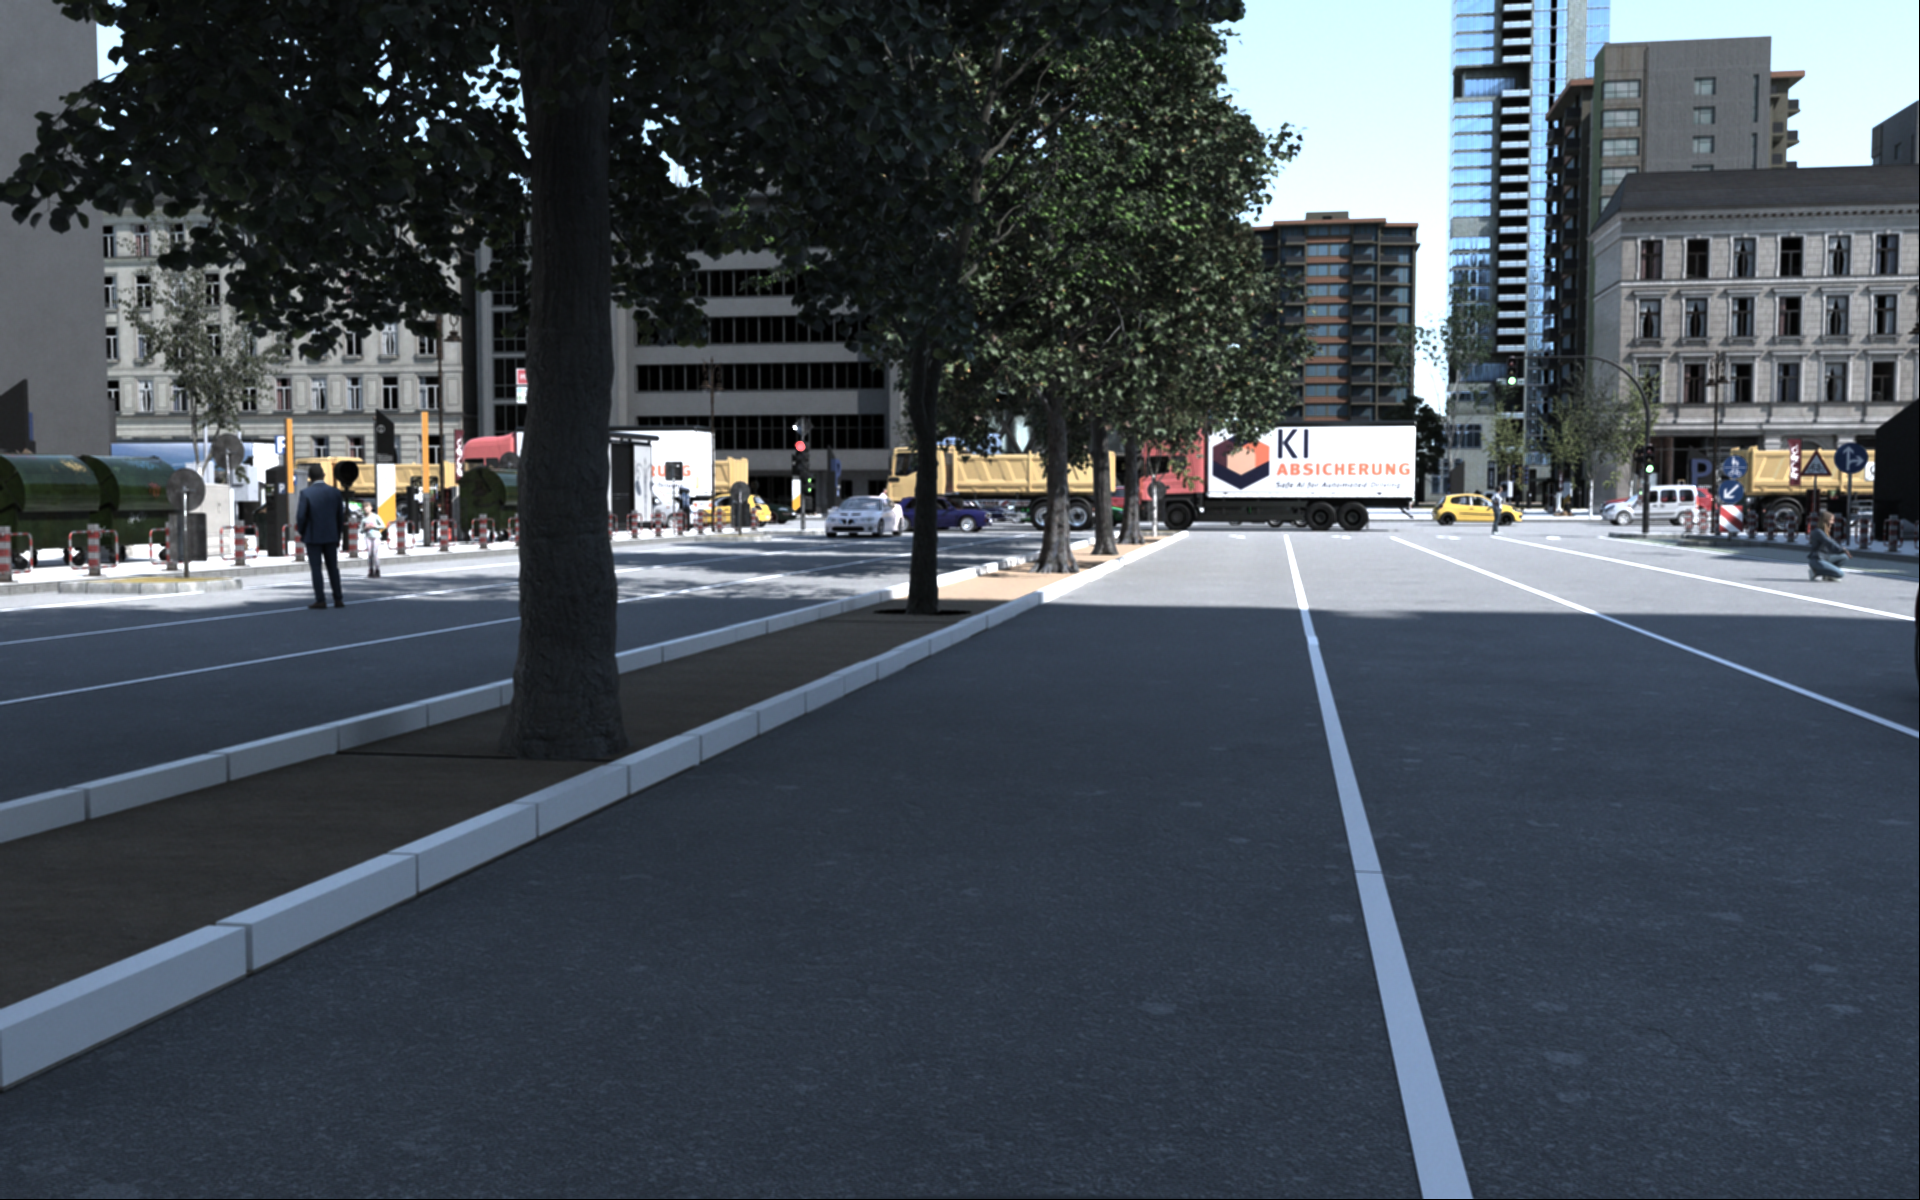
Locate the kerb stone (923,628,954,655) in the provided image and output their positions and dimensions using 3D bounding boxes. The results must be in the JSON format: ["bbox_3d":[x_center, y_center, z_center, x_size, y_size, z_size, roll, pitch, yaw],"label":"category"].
[{"bbox_3d":[-0.229,0.390,15.822,0.120,0.150,1.000,1,4,10],"label":"kerb stone"}]

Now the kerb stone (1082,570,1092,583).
[{"bbox_3d":[1.979,-0.348,27.982,0.120,0.150,1.000,1,4,10],"label":"kerb stone"}]

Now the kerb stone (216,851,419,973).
[{"bbox_3d":[-2.082,1.010,5.675,0.120,0.150,1.000,1,4,10],"label":"kerb stone"}]

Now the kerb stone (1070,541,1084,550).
[{"bbox_3d":[3.071,-1.424,45.586,0.120,0.150,1.000,1,4,10],"label":"kerb stone"}]

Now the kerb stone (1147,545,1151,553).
[{"bbox_3d":[4.393,-1.161,41.175,0.120,0.150,1.000,1,4,10],"label":"kerb stone"}]

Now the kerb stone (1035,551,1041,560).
[{"bbox_3d":[1.579,-0.934,37.474,0.120,0.150,1.000,1,4,10],"label":"kerb stone"}]

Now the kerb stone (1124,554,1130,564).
[{"bbox_3d":[3.284,-0.783,35.099,0.120,0.150,1.000,1,4,10],"label":"kerb stone"}]

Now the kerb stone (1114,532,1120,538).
[{"bbox_3d":[5.271,-2.164,57.730,0.120,0.150,1.000,1,4,10],"label":"kerb stone"}]

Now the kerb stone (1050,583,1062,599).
[{"bbox_3d":[1.249,-0.106,23.923,0.120,0.150,1.000,1,4,10],"label":"kerb stone"}]

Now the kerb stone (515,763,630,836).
[{"bbox_3d":[-1.720,0.887,7.696,0.120,0.150,1.000,1,4,10],"label":"kerb stone"}]

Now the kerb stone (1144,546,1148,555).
[{"bbox_3d":[4.211,-1.099,40.162,0.120,0.150,1.000,1,4,10],"label":"kerb stone"}]

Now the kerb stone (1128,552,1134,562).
[{"bbox_3d":[3.476,-0.851,36.117,0.120,0.150,1.000,1,4,10],"label":"kerb stone"}]

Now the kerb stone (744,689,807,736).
[{"bbox_3d":[-1.155,0.699,10.759,0.120,0.150,1.000,1,4,10],"label":"kerb stone"}]

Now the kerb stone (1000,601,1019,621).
[{"bbox_3d":[0.511,0.142,19.873,0.120,0.150,1.000,1,4,10],"label":"kerb stone"}]

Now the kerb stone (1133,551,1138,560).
[{"bbox_3d":[3.659,-0.911,37.128,0.120,0.150,1.000,1,4,10],"label":"kerb stone"}]

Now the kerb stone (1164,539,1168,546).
[{"bbox_3d":[5.501,-1.532,47.241,0.120,0.150,1.000,1,4,10],"label":"kerb stone"}]

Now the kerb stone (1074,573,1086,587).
[{"bbox_3d":[1.800,-0.290,26.965,0.120,0.150,1.000,1,4,10],"label":"kerb stone"}]

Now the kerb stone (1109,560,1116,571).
[{"bbox_3d":[2.731,-0.603,32.047,0.120,0.150,1.000,1,4,10],"label":"kerb stone"}]

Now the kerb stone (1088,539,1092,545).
[{"bbox_3d":[3.437,-1.554,47.607,0.120,0.150,1.000,1,4,10],"label":"kerb stone"}]

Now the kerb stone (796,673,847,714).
[{"bbox_3d":[-0.968,0.641,11.769,0.120,0.150,1.000,1,4,10],"label":"kerb stone"}]

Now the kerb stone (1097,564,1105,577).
[{"bbox_3d":[2.365,-0.478,30.015,0.120,0.150,1.000,1,4,10],"label":"kerb stone"}]

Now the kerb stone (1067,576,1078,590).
[{"bbox_3d":[1.615,-0.228,25.954,0.120,0.150,1.000,1,4,10],"label":"kerb stone"}]

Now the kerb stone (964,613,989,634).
[{"bbox_3d":[0.129,0.266,17.852,0.120,0.150,1.000,1,4,10],"label":"kerb stone"}]

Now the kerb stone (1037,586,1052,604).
[{"bbox_3d":[1.066,-0.044,22.913,0.120,0.150,1.000,1,4,10],"label":"kerb stone"}]

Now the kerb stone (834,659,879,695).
[{"bbox_3d":[-0.787,0.576,12.785,0.120,0.150,1.000,1,4,10],"label":"kerb stone"}]

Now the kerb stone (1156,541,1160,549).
[{"bbox_3d":[4.954,-1.346,44.207,0.120,0.150,1.000,1,4,10],"label":"kerb stone"}]

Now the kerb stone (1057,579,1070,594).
[{"bbox_3d":[1.431,-0.168,24.934,0.120,0.150,1.000,1,4,10],"label":"kerb stone"}]

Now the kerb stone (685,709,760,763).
[{"bbox_3d":[-1.344,0.762,9.735,0.120,0.150,1.000,1,4,10],"label":"kerb stone"}]

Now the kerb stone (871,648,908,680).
[{"bbox_3d":[-0.596,0.519,13.795,0.120,0.150,1.000,1,4,10],"label":"kerb stone"}]

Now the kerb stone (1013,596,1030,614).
[{"bbox_3d":[0.689,0.085,20.894,0.120,0.150,1.000,1,4,10],"label":"kerb stone"}]

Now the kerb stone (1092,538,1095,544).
[{"bbox_3d":[3.619,-1.616,48.619,0.120,0.150,1.000,1,4,10],"label":"kerb stone"}]

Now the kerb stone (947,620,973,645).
[{"bbox_3d":[-0.045,0.332,16.837,0.120,0.150,1.000,1,4,10],"label":"kerb stone"}]

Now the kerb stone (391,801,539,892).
[{"bbox_3d":[-1.902,0.949,6.686,0.120,0.150,1.000,1,4,10],"label":"kerb stone"}]

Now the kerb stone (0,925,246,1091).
[{"bbox_3d":[-2.265,1.073,4.653,0.120,0.150,1.000,1,4,10],"label":"kerb stone"}]

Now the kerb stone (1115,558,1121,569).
[{"bbox_3d":[2.917,-0.665,33.063,0.120,0.150,1.000,1,4,10],"label":"kerb stone"}]

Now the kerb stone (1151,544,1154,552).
[{"bbox_3d":[4.577,-1.223,42.185,0.120,0.150,1.000,1,4,10],"label":"kerb stone"}]

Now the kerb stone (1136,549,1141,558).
[{"bbox_3d":[3.840,-0.973,38.138,0.120,0.150,1.000,1,4,10],"label":"kerb stone"}]

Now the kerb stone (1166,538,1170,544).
[{"bbox_3d":[5.690,-1.594,48.250,0.120,0.150,1.000,1,4,10],"label":"kerb stone"}]

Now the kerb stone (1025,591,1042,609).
[{"bbox_3d":[0.873,0.022,21.904,0.120,0.150,1.000,1,4,10],"label":"kerb stone"}]

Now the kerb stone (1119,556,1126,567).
[{"bbox_3d":[3.109,-0.722,34.079,0.120,0.150,1.000,1,4,10],"label":"kerb stone"}]

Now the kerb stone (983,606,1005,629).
[{"bbox_3d":[0.328,0.204,18.861,0.120,0.150,1.000,1,4,10],"label":"kerb stone"}]

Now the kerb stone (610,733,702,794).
[{"bbox_3d":[-1.530,0.825,8.711,0.120,0.150,1.000,1,4,10],"label":"kerb stone"}]

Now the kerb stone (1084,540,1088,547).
[{"bbox_3d":[3.250,-1.492,46.597,0.120,0.150,1.000,1,4,10],"label":"kerb stone"}]

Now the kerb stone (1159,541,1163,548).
[{"bbox_3d":[5.135,-1.408,45.220,0.120,0.150,1.000,1,4,10],"label":"kerb stone"}]

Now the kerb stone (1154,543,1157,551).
[{"bbox_3d":[4.763,-1.284,43.198,0.120,0.150,1.000,1,4,10],"label":"kerb stone"}]

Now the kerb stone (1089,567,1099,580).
[{"bbox_3d":[2.177,-0.416,28.997,0.120,0.150,1.000,1,4,10],"label":"kerb stone"}]

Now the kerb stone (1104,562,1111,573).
[{"bbox_3d":[2.545,-0.541,31.037,0.120,0.150,1.000,1,4,10],"label":"kerb stone"}]

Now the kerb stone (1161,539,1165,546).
[{"bbox_3d":[5.319,-1.470,46.230,0.120,0.150,1.000,1,4,10],"label":"kerb stone"}]

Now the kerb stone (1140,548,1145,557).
[{"bbox_3d":[4.025,-1.037,39.153,0.120,0.150,1.000,1,4,10],"label":"kerb stone"}]

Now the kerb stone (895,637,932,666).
[{"bbox_3d":[-0.421,0.452,14.806,0.120,0.150,1.000,1,4,10],"label":"kerb stone"}]
